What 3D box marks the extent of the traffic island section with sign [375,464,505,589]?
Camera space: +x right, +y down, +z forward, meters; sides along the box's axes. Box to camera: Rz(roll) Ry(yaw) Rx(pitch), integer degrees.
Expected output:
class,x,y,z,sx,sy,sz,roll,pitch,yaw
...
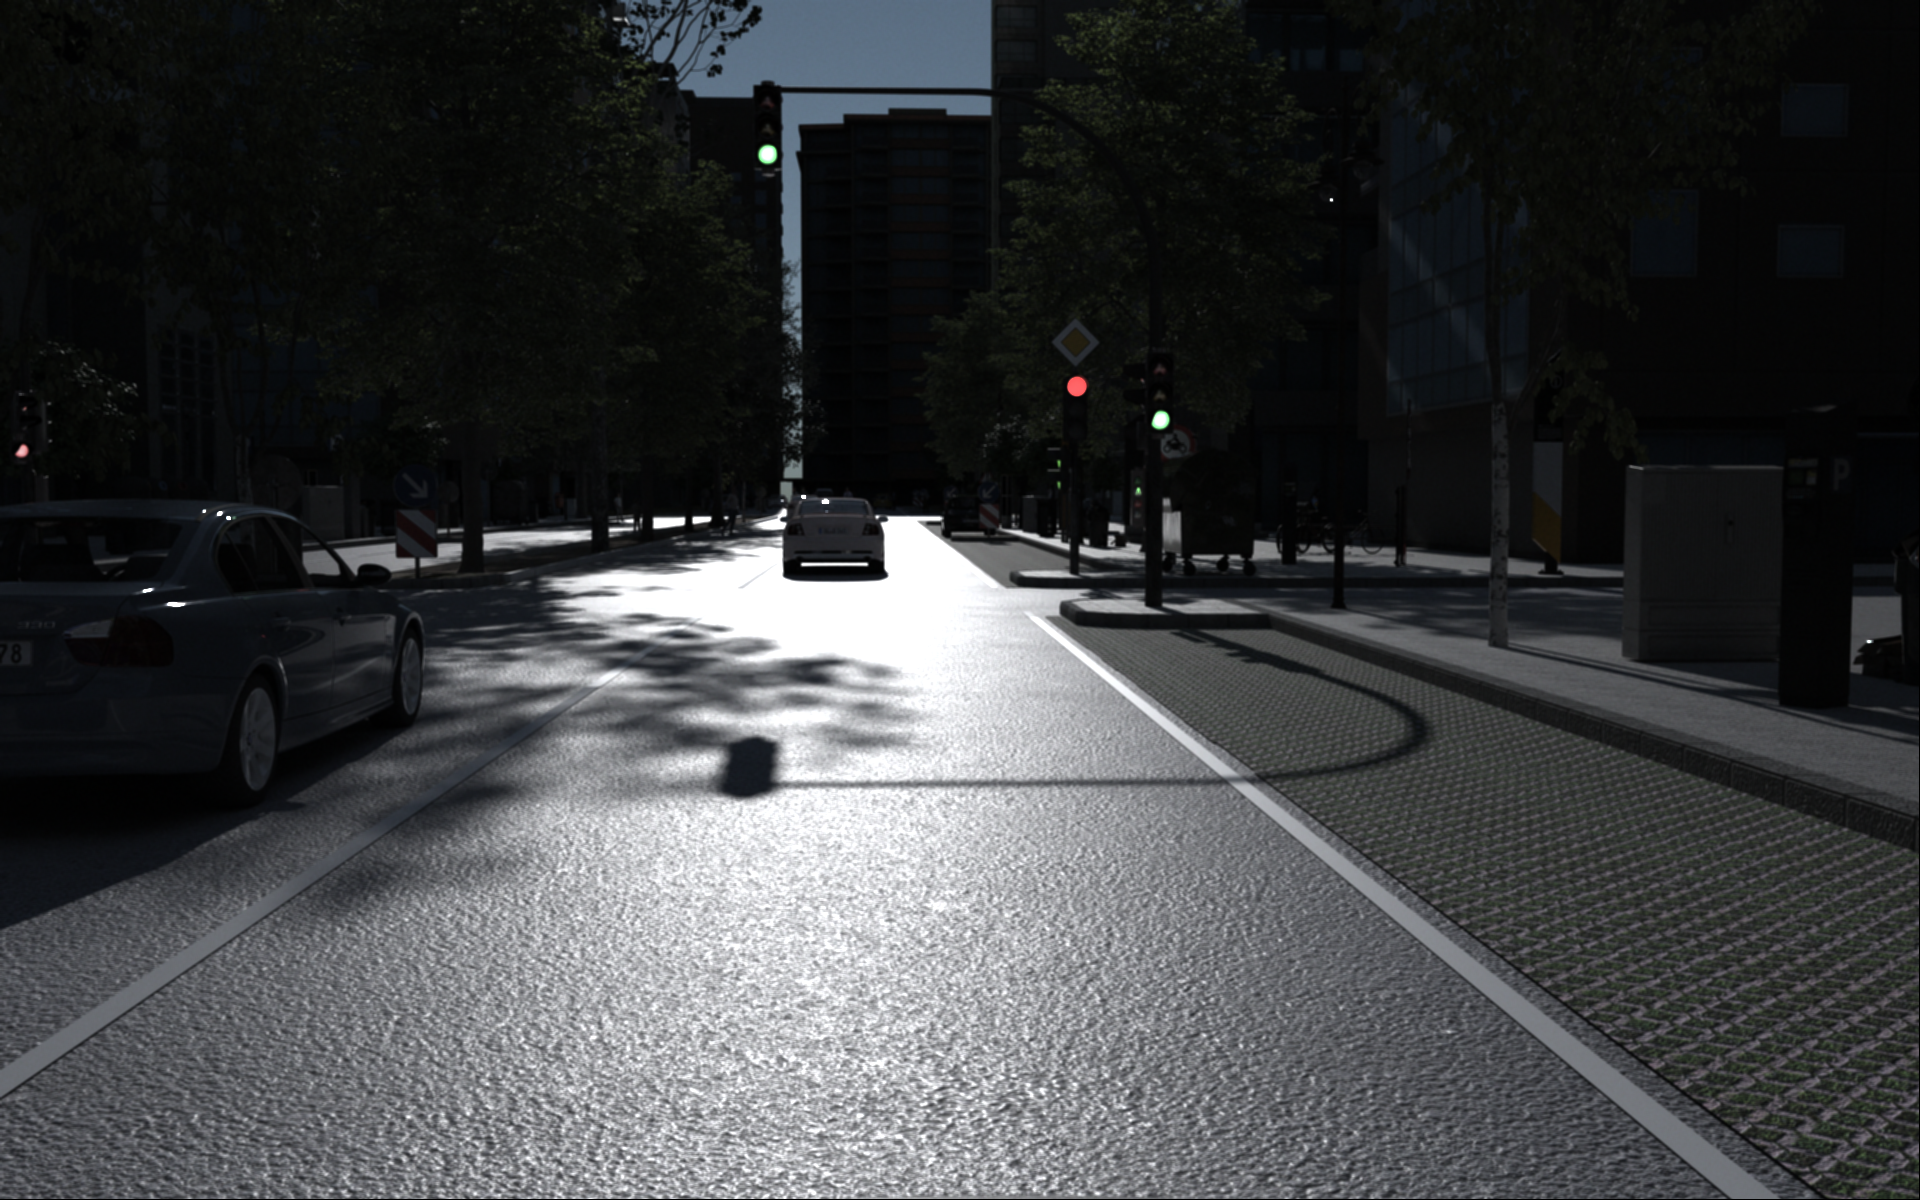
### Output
class,x,y,z,sx,sy,sz,roll,pitch,yaw
traffic island section with sign,-8.301,-1.153,26.984,2.006,1.907,1.989,0,4,-3

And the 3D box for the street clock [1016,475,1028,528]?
class,x,y,z,sx,sy,sz,roll,pitch,yaw
street clock,2.312,-3.675,64.662,0.358,2.002,0.471,3,5,43

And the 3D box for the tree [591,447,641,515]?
class,x,y,z,sx,sy,sz,roll,pitch,yaw
tree,-21.611,-7.624,108.366,4.285,4.588,4.351,0,3,0

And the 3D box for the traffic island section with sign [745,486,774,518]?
class,x,y,z,sx,sy,sz,roll,pitch,yaw
traffic island section with sign,-11.778,-5.744,102.043,2.006,1.907,1.989,0,4,-3

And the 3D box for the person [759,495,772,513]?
class,x,y,z,sx,sy,sz,roll,pitch,yaw
person,-15.135,-7.667,133.875,0.705,1.822,1.348,3,5,42

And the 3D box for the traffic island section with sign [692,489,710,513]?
class,x,y,z,sx,sy,sz,roll,pitch,yaw
traffic island section with sign,-18.897,-7.344,128.709,1.989,1.847,2.006,0,4,-3

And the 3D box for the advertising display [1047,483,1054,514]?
class,x,y,z,sx,sy,sz,roll,pitch,yaw
advertising display,5.260,-5.837,100.643,0.123,1.923,0.974,-1,4,-15

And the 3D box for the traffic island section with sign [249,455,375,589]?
class,x,y,z,sx,sy,sz,roll,pitch,yaw
traffic island section with sign,-7.969,-0.700,19.585,2.006,1.907,1.989,0,4,-3

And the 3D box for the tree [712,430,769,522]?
class,x,y,z,sx,sy,sz,roll,pitch,yaw
tree,-10.959,-8.241,87.568,4.360,8.622,3.978,0,3,0

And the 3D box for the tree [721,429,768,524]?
class,x,y,z,sx,sy,sz,roll,pitch,yaw
tree,-10.844,-7.958,82.928,4.737,8.622,4.395,0,3,0

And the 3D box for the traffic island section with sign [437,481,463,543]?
class,x,y,z,sx,sy,sz,roll,pitch,yaw
traffic island section with sign,-15.332,-2.630,51.635,1.989,1.847,2.006,0,4,-3

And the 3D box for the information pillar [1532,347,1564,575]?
class,x,y,z,sx,sy,sz,roll,pitch,yaw
information pillar,9.380,-2.217,27.596,0.504,3.616,0.183,-1,4,-12

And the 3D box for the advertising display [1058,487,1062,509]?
class,x,y,z,sx,sy,sz,roll,pitch,yaw
advertising display,4.598,-4.547,79.564,0.123,1.923,0.974,0,4,-1

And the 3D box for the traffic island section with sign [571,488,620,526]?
class,x,y,z,sx,sy,sz,roll,pitch,yaw
traffic island section with sign,-16.597,-4.312,79.132,1.989,1.847,2.006,0,4,-3

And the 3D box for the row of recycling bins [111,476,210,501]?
class,x,y,z,sx,sy,sz,roll,pitch,yaw
row of recycling bins,-18.790,-2.054,40.700,1.069,1.692,3.534,0,4,3

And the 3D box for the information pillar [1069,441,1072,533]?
class,x,y,z,sx,sy,sz,roll,pitch,yaw
information pillar,3.524,-3.927,55.559,0.183,3.616,0.504,-1,4,-19

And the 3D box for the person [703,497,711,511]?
class,x,y,z,sx,sy,sz,roll,pitch,yaw
person,-19.324,-7.526,132.237,0.721,1.739,1.217,1,4,22

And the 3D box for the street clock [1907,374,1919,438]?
class,x,y,z,sx,sy,sz,roll,pitch,yaw
street clock,5.325,-0.287,9.269,0.471,2.002,0.358,3,4,37

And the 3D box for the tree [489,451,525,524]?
class,x,y,z,sx,sy,sz,roll,pitch,yaw
tree,-19.224,-4.836,73.675,1.663,3.219,1.824,0,3,0

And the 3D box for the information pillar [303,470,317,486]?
class,x,y,z,sx,sy,sz,roll,pitch,yaw
information pillar,-19.575,-2.919,52.222,0.304,2.012,0.304,3,5,41

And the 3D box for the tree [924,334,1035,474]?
class,x,y,z,sx,sy,sz,roll,pitch,yaw
tree,1.264,-11.252,109.731,9.928,11.665,9.643,0,3,0

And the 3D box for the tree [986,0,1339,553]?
class,x,y,z,sx,sy,sz,roll,pitch,yaw
tree,4.597,-7.307,37.599,7.486,12.596,7.792,0,3,0

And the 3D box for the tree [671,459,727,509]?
class,x,y,z,sx,sy,sz,roll,pitch,yaw
tree,-23.240,-10.163,149.874,4.285,4.588,4.351,0,3,0

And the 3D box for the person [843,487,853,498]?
class,x,y,z,sx,sy,sz,roll,pitch,yaw
person,-6.901,-5.940,105.481,0.709,1.838,0.599,1,4,21

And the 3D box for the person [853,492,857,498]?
class,x,y,z,sx,sy,sz,roll,pitch,yaw
person,-10.887,-10.348,179.163,0.415,1.643,0.593,1,4,13

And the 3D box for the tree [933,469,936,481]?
class,x,y,z,sx,sy,sz,roll,pitch,yaw
tree,-0.499,-9.215,134.370,4.285,4.588,4.351,0,3,0

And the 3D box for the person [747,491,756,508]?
class,x,y,z,sx,sy,sz,roll,pitch,yaw
person,-20.742,-9.970,172.220,1.217,1.735,0.721,2,4,29

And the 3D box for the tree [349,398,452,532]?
class,x,y,z,sx,sy,sz,roll,pitch,yaw
tree,-19.175,-4.629,59.396,4.285,4.588,4.351,0,3,0

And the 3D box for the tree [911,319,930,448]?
class,x,y,z,sx,sy,sz,roll,pitch,yaw
tree,1.139,-10.897,96.292,7.486,12.596,7.792,0,3,0

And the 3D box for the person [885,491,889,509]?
class,x,y,z,sx,sy,sz,roll,pitch,yaw
person,-6.789,-9.373,162.671,0.530,1.710,0.541,0,4,8

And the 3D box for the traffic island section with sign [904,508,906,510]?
class,x,y,z,sx,sy,sz,roll,pitch,yaw
traffic island section with sign,-4.089,-9.051,156.607,1.989,1.847,2.006,0,4,-3

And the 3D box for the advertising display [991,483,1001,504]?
class,x,y,z,sx,sy,sz,roll,pitch,yaw
advertising display,1.840,-4.505,78.866,0.974,1.923,0.123,2,4,34

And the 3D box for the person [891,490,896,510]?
class,x,y,z,sx,sy,sz,roll,pitch,yaw
person,-5.821,-8.766,151.816,0.705,1.826,1.348,1,4,8

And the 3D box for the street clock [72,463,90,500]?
class,x,y,z,sx,sy,sz,roll,pitch,yaw
street clock,-20.736,-2.222,40.897,0.471,2.002,0.358,3,5,42

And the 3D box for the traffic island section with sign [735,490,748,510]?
class,x,y,z,sx,sy,sz,roll,pitch,yaw
traffic island section with sign,-20.130,-8.991,155.636,1.989,1.847,2.006,0,4,-3

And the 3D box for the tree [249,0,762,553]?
class,x,y,z,sx,sy,sz,roll,pitch,yaw
tree,-10.013,-11.254,42.357,12.611,20.169,13.585,0,3,0

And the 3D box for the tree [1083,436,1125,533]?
class,x,y,z,sx,sy,sz,roll,pitch,yaw
tree,4.756,-3.820,57.065,1.663,3.219,1.824,0,3,0

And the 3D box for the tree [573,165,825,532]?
class,x,y,z,sx,sy,sz,roll,pitch,yaw
tree,-10.094,-9.259,64.204,12.009,13.543,11.850,0,3,0

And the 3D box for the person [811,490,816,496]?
class,x,y,z,sx,sy,sz,roll,pitch,yaw
person,-12.632,-8.662,150.134,1.348,1.824,0.705,2,4,34

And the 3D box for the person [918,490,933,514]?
class,x,y,z,sx,sy,sz,roll,pitch,yaw
person,-2.516,-7.212,127.144,1.217,1.736,0.721,0,4,0

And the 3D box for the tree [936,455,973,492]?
class,x,y,z,sx,sy,sz,roll,pitch,yaw
tree,2.177,-5.231,69.236,4.285,4.588,4.351,0,3,0

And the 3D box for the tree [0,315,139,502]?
class,x,y,z,sx,sy,sz,roll,pitch,yaw
tree,-16.981,-2.935,31.703,4.285,4.588,4.351,0,3,0

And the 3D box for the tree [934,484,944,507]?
class,x,y,z,sx,sy,sz,roll,pitch,yaw
tree,-1.941,-11.161,177.077,1.663,3.219,1.824,0,3,0

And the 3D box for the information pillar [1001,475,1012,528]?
class,x,y,z,sx,sy,sz,roll,pitch,yaw
information pillar,1.763,-3.733,65.534,0.304,2.012,0.304,3,5,41

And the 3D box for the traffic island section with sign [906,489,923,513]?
class,x,y,z,sx,sy,sz,roll,pitch,yaw
traffic island section with sign,-2.842,-7.404,129.681,1.989,1.847,2.006,0,4,-3

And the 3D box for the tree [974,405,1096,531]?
class,x,y,z,sx,sy,sz,roll,pitch,yaw
tree,3.609,-4.736,61.144,4.285,4.588,4.351,0,3,0

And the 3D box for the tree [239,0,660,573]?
class,x,y,z,sx,sy,sz,roll,pitch,yaw
tree,-8.696,-6.722,30.487,7.486,12.596,7.792,0,3,0

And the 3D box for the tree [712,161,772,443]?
class,x,y,z,sx,sy,sz,roll,pitch,yaw
tree,-9.643,-8.083,52.746,7.486,12.596,7.792,0,3,0

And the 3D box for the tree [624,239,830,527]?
class,x,y,z,sx,sy,sz,roll,pitch,yaw
tree,-10.541,-9.520,75.110,9.611,12.733,9.660,0,3,0

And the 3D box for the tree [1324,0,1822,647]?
class,x,y,z,sx,sy,sz,roll,pitch,yaw
tree,4.708,-3.903,14.169,4.737,8.622,4.395,0,3,0

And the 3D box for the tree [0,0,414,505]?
class,x,y,z,sx,sy,sz,roll,pitch,yaw
tree,-7.538,-3.987,18.013,4.737,8.622,4.395,0,3,0

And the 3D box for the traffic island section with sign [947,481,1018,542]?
class,x,y,z,sx,sy,sz,roll,pitch,yaw
traffic island section with sign,0.726,-2.682,52.477,1.989,1.847,2.006,0,4,-3

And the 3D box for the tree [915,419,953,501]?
class,x,y,z,sx,sy,sz,roll,pitch,yaw
tree,-1.554,-12.170,149.348,4.360,8.622,3.978,0,3,0

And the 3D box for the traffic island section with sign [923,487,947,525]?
class,x,y,z,sx,sy,sz,roll,pitch,yaw
traffic island section with sign,-0.556,-4.369,80.067,1.989,1.847,2.006,0,4,-3

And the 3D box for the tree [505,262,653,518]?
class,x,y,z,sx,sy,sz,roll,pitch,yaw
tree,-19.915,-11.285,91.165,9.857,13.997,8.962,0,3,0

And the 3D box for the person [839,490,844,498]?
class,x,y,z,sx,sy,sz,roll,pitch,yaw
person,-10.135,-8.541,148.161,0.705,1.821,1.348,1,4,13
